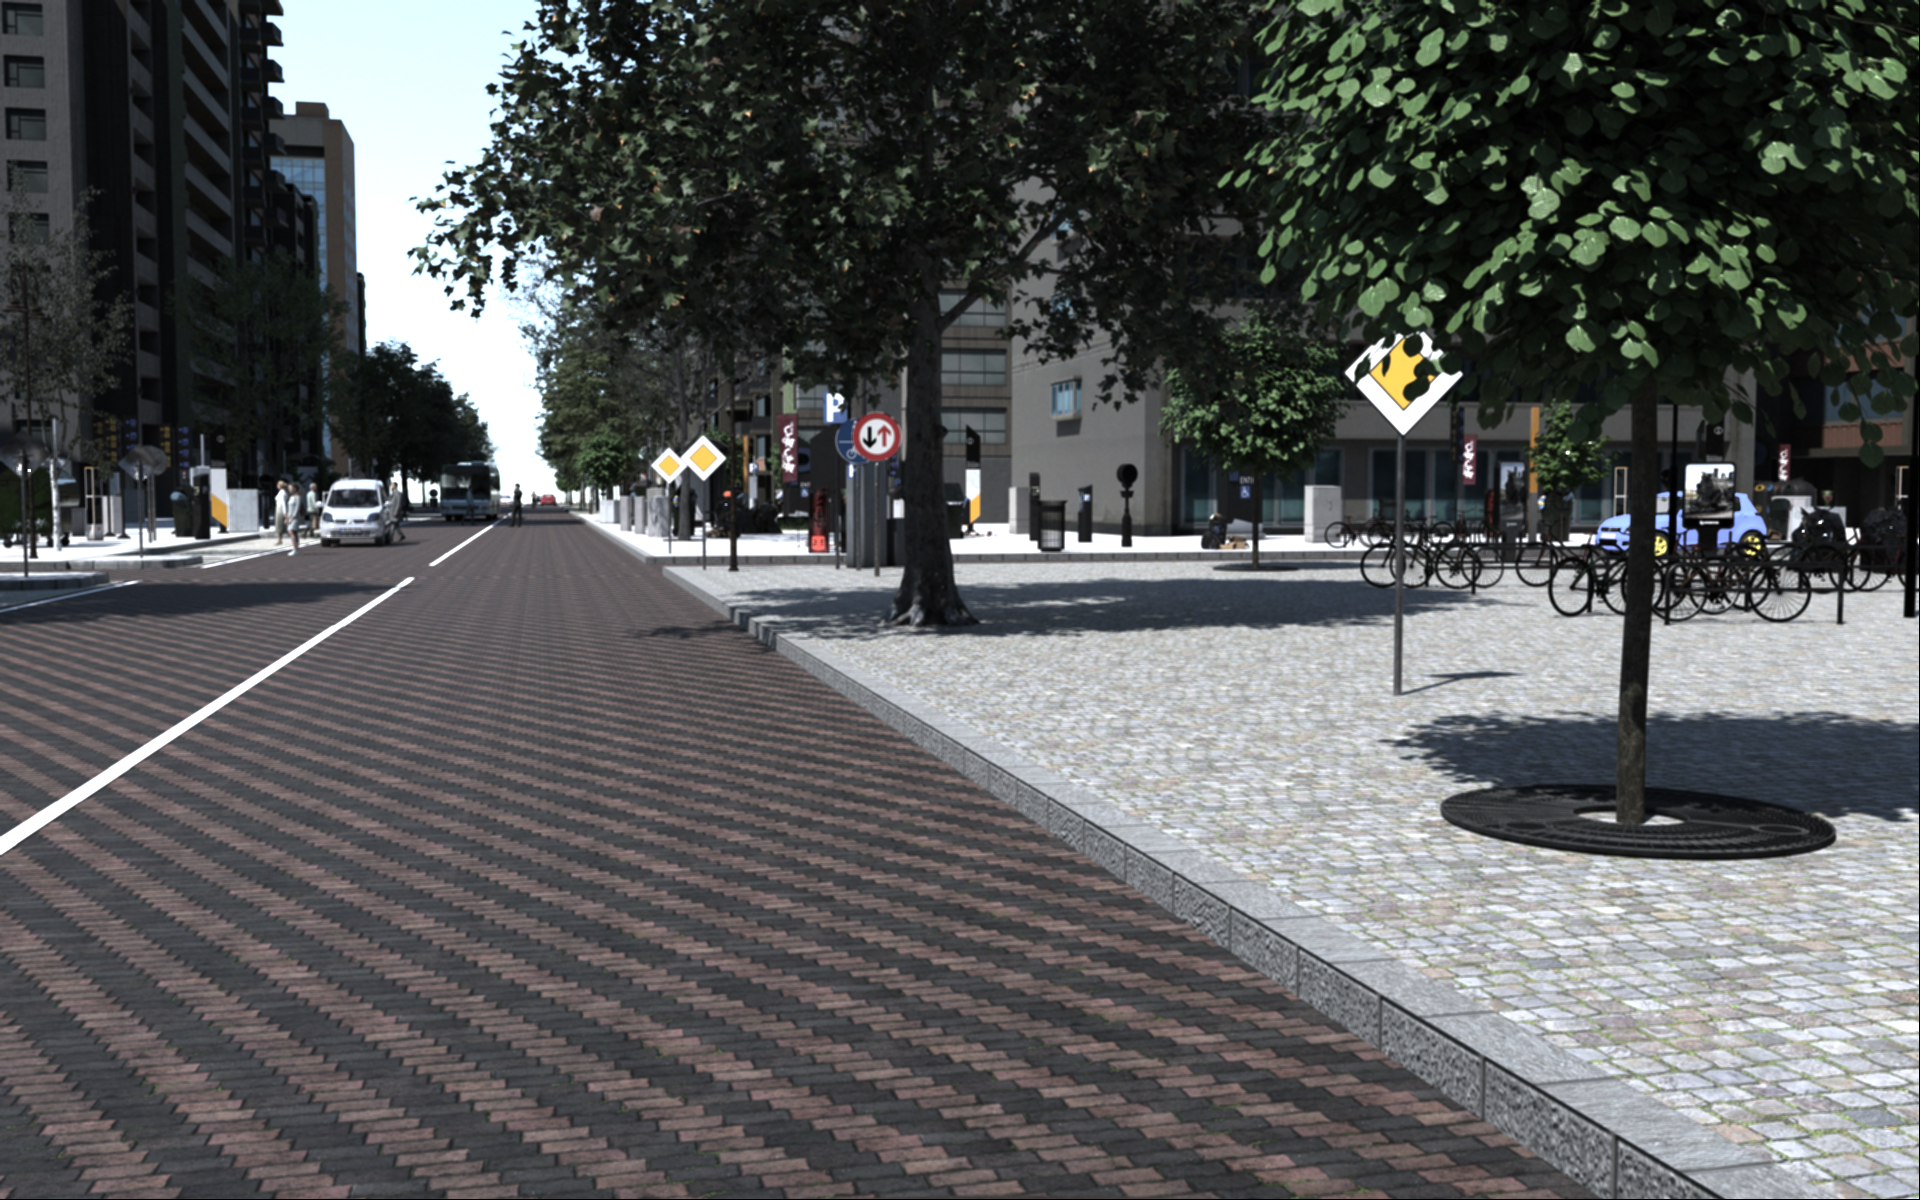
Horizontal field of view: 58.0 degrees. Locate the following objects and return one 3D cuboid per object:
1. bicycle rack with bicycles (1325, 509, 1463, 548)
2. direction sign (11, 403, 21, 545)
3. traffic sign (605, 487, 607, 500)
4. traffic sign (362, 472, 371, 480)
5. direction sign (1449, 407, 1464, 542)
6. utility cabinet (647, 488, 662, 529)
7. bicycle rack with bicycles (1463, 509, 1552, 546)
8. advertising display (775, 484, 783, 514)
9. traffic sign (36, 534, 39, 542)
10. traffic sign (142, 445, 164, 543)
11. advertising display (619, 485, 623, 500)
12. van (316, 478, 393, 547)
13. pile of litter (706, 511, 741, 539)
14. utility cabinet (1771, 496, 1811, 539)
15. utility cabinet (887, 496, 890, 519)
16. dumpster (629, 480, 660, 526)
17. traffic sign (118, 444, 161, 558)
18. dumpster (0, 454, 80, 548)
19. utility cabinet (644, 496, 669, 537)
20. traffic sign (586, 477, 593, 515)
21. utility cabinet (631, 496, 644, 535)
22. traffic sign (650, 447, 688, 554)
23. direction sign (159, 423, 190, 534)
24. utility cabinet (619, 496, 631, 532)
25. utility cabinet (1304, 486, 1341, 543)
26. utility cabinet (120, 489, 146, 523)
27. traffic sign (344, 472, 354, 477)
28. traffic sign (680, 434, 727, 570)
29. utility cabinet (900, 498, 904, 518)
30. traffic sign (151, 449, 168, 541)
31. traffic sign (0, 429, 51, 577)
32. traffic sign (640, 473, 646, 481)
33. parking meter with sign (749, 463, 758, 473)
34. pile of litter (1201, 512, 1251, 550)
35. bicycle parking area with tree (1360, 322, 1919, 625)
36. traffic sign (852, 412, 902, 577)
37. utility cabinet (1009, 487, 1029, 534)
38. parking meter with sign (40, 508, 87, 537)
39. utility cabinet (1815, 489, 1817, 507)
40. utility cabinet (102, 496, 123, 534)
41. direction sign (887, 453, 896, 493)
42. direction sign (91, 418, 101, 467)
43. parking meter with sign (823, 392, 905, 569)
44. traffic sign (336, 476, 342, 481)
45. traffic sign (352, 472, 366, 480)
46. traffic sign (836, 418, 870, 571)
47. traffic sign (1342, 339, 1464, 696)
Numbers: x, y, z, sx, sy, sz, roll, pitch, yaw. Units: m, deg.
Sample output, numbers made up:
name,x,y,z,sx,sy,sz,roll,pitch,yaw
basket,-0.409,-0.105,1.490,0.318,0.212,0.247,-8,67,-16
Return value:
name,x,y,z,sx,sy,sz,roll,pitch,yaw
bicycle rack with bicycles,10.397,-1.726,41.607,2.925,0.926,2.852,1,4,20
direction sign,-23.599,-3.137,43.288,0.379,3.537,0.876,-2,4,-25
traffic sign,-19.840,-5.935,97.140,0.768,2.556,0.104,0,4,-6
traffic sign,-34.703,-6.165,100.909,0.768,2.556,0.104,0,4,-4
direction sign,12.863,-3.235,44.883,0.379,3.537,0.876,3,4,37
utility cabinet,-10.919,-3.249,61.800,0.318,1.500,1.173,-1,4,-22
bicycle rack with bicycles,13.386,-1.784,42.551,2.852,0.926,2.925,1,4,14
advertising display,-11.661,-6.532,112.003,0.123,1.923,0.974,-3,4,-37
traffic sign,-24.724,-2.827,46.323,0.768,2.556,0.104,-1,4,-10
traffic sign,-21.210,-2.764,45.303,0.768,2.556,0.104,-1,4,-12
advertising display,-20.220,-6.037,103.915,0.123,1.923,0.974,0,4,8
van,-16.873,-2.532,48.409,2.013,2.044,4.112,-1,4,-15
pile of litter,-6.981,-2.257,50.867,1.176,0.858,1.719,1,4,15
utility cabinet,23.669,-2.336,49.357,0.306,1.237,1.020,-3,4,-36
utility cabinet,-2.845,-2.893,58.470,1.020,1.237,0.306,-3,5,-40
dumpster,-12.922,-3.999,71.144,1.264,1.857,1.865,-1,4,-13
traffic sign,-16.364,-1.892,34.570,0.795,2.450,0.064,-1,4,-14
dumpster,-22.346,-2.410,41.902,1.502,2.255,1.985,-1,4,-13
utility cabinet,-8.991,-2.474,51.603,0.306,1.237,1.020,-2,4,-33
traffic sign,-22.716,-6.533,106.922,0.768,2.556,0.104,0,4,-5
utility cabinet,-10.230,-2.701,55.324,0.306,1.237,1.020,0,4,-6
traffic sign,-6.207,-2.040,37.000,0.795,2.450,0.064,-1,4,-14
direction sign,-25.199,-3.891,55.616,0.876,3.537,0.379,-2,4,-30
utility cabinet,-11.516,-2.971,59.739,0.306,1.237,1.020,0,4,-4
utility cabinet,9.548,-2.255,45.541,1.173,1.500,0.318,-3,5,-40
utility cabinet,-36.684,-4.160,76.698,1.173,1.500,0.318,1,4,14
traffic sign,-34.943,-6.068,99.310,0.768,2.556,0.104,0,4,-7
traffic sign,-4.327,-1.566,29.239,0.795,2.450,0.064,-1,4,-14
utility cabinet,-1.741,-3.576,67.143,1.173,1.500,0.318,-2,4,-30
traffic sign,-22.090,-2.895,47.437,0.768,2.556,0.104,0,4,-8
traffic sign,-14.484,-1.417,26.809,0.795,2.450,0.064,-1,4,-14
traffic sign,-18.490,-6.133,100.387,0.768,2.556,0.104,-1,4,-13
parking meter with sign,-11.728,-6.139,96.626,0.543,3.016,1.738,0,4,7
pile of litter,6.281,-1.623,40.498,1.719,0.858,1.176,-3,5,-44
bicycle parking area with tree,9.545,-2.049,20.506,9.016,4.147,8.231,1,4,9
traffic sign,-1.289,-1.639,26.902,0.768,2.556,0.104,0,4,-5
utility cabinet,2.000,-2.840,55.109,0.318,1.500,1.173,3,4,36
parking meter with sign,-27.309,-3.416,52.118,1.738,3.016,0.543,-1,4,-18
utility cabinet,31.102,-3.339,63.271,0.318,1.500,1.173,2,4,30
utility cabinet,-27.186,-2.717,55.581,0.306,1.237,1.020,-3,5,-43
direction sign,-3.262,-5.251,77.856,0.876,3.537,0.379,2,4,25
direction sign,-25.669,-3.681,52.181,0.379,3.537,0.876,3,4,37
parking meter with sign,-1.599,-2.072,30.137,0.543,3.016,1.738,3,4,36
traffic sign,-35.995,-6.097,99.784,0.768,2.556,0.104,0,4,-8
traffic sign,-33.921,-5.973,97.772,0.768,2.556,0.104,0,4,-7
traffic sign,-1.701,-1.767,28.992,0.768,2.556,0.104,-1,4,-10
traffic sign,2.784,-0.598,10.957,0.795,2.450,0.064,0,4,-7
